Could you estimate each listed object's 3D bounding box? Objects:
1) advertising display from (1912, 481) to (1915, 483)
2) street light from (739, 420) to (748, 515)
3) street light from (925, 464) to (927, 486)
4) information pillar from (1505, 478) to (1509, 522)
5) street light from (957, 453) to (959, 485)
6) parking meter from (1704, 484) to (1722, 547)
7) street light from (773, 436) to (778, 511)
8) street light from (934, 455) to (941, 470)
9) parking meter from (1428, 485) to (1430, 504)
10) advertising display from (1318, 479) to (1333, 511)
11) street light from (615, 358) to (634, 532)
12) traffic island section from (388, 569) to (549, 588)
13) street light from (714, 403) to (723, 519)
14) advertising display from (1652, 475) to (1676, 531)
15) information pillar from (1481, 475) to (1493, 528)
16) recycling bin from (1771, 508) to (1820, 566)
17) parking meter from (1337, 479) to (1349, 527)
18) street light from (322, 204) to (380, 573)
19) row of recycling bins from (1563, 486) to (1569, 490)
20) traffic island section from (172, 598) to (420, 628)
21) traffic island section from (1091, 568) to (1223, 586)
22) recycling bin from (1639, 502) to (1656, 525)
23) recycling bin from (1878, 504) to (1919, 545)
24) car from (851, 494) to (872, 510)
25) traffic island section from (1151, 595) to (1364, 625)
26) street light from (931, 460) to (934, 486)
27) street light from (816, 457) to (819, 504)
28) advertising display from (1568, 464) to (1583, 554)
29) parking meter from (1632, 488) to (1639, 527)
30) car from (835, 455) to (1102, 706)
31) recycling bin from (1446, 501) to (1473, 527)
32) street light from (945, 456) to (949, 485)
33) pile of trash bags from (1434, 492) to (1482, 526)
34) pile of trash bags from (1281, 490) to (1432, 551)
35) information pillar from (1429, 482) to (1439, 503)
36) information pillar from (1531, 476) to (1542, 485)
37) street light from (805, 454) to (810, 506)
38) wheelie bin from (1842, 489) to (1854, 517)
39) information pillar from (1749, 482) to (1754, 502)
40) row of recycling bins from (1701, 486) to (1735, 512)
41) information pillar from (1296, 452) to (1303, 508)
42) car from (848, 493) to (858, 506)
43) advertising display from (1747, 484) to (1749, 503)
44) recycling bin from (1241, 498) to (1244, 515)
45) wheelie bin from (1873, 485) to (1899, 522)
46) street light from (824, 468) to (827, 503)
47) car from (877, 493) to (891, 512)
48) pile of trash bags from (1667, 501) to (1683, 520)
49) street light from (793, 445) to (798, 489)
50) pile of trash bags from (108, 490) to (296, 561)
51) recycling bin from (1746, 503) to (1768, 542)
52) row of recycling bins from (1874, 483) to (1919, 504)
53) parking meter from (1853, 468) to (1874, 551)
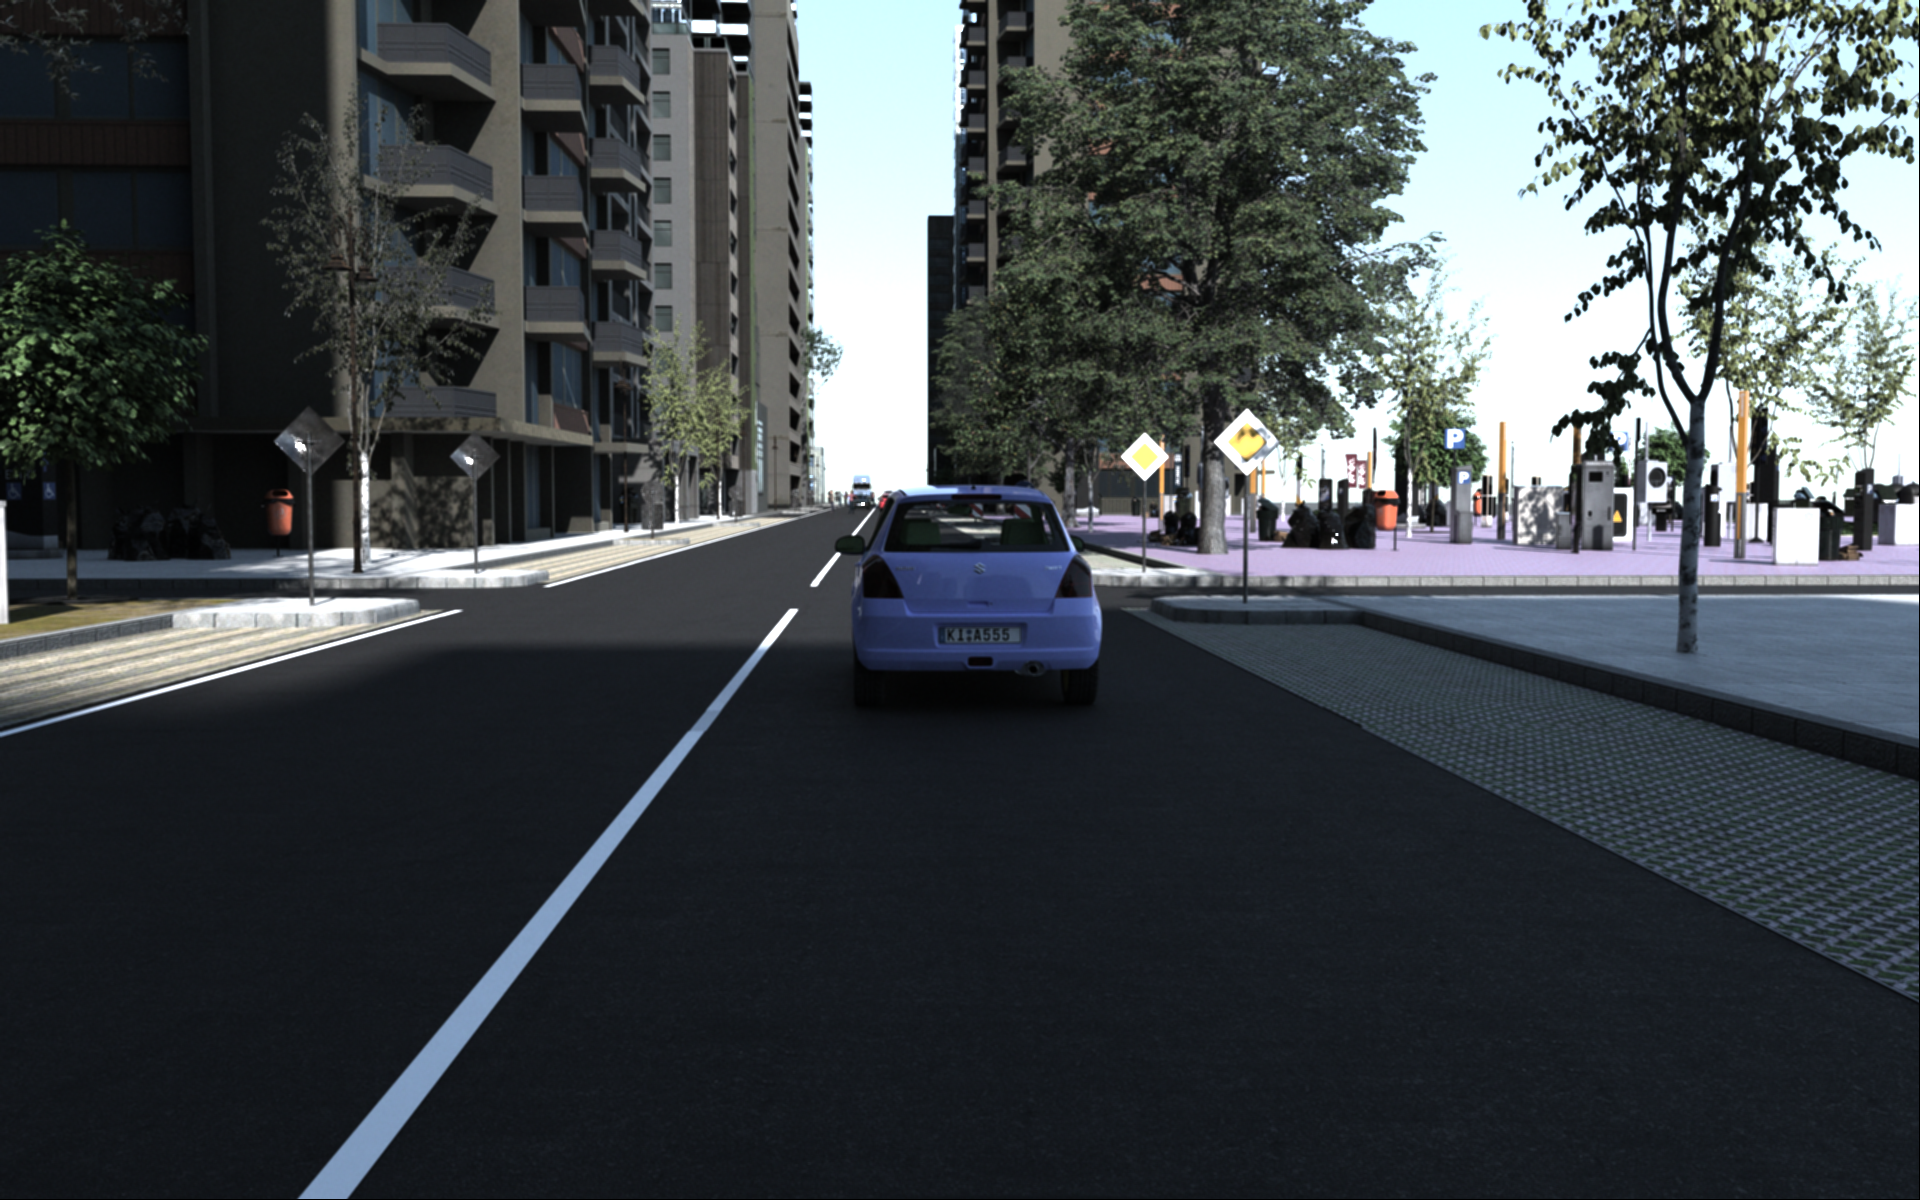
[{"bbox_3d":[46.583,-4.912,85.527,0.123,1.923,0.974,-3,5,-43],"label":"advertising display"},{"bbox_3d":[-13.028,-8.049,104.383,0.468,5.910,1.993,0,4,-2],"label":"street light"},{"bbox_3d":[-5.060,-17.724,262.577,0.468,5.910,1.993,0,4,-2],"label":"street light"},{"bbox_3d":[24.942,-4.581,79.398,0.304,2.012,0.304,-2,4,-34],"label":"information pillar"},{"bbox_3d":[-0.112,-10.793,149.245,0.468,5.910,1.993,0,4,-2],"label":"street light"},{"bbox_3d":[18.412,-2.076,42.347,0.372,1.533,0.369,0,3,0],"label":"parking meter"},{"bbox_3d":[-14.340,-9.889,134.469,0.468,5.910,1.993,0,4,-2],"label":"street light"},{"bbox_3d":[-2.419,-14.016,201.952,0.468,5.910,1.993,0,4,-2],"label":"street light"},{"bbox_3d":[27.017,-5.710,99.072,0.399,1.863,0.255,-1,4,-16],"label":"parking meter"},{"bbox_3d":[15.389,-4.143,72.945,0.123,1.923,0.974,-1,4,-17],"label":"advertising display"},{"bbox_3d":[-11.240,-5.220,58.141,0.468,5.910,1.993,0,4,-2],"label":"street light"},{"bbox_3d":[-7.804,-0.342,27.870,2.009,0.180,2.903,0,4,-2],"label":"traffic island section"},{"bbox_3d":[-12.314,-7.051,88.071,0.468,5.910,1.993,0,4,-2],"label":"street light"},{"bbox_3d":[24.215,-3.336,59.762,0.123,1.923,0.974,-2,4,-33],"label":"advertising display"},{"bbox_3d":[20.204,-3.786,66.399,0.304,2.012,0.304,-2,4,-35],"label":"information pillar"},{"bbox_3d":[15.146,-1.153,31.403,0.722,1.027,0.722,1,4,22],"label":"recycling bin"},{"bbox_3d":[14.540,-3.675,65.790,0.255,1.863,0.399,-2,4,-33],"label":"parking meter"},{"bbox_3d":[-9.798,-3.377,27.999,0.468,5.910,1.993,0,4,-2],"label":"street light"},{"bbox_3d":[32.675,-5.061,89.868,1.069,1.692,3.534,-2,4,-28],"label":"row of recycling bins"},{"bbox_3d":[-7.464,0.146,19.892,2.009,0.180,2.903,0,4,-2],"label":"traffic island section"},{"bbox_3d":[3.028,-0.370,28.325,2.009,0.180,2.903,0,4,-2],"label":"traffic island section"},{"bbox_3d":[28.696,-3.634,71.978,0.722,1.027,0.722,2,4,33],"label":"recycling bin"},{"bbox_3d":[23.641,-1.897,43.562,0.722,1.027,0.722,0,4,-7],"label":"recycling bin"},{"bbox_3d":[-9.027,-9.052,157.779,2.009,1.686,4.222,0,4,-1],"label":"car"},{"bbox_3d":[3.368,0.118,20.347,2.009,0.180,2.903,0,4,-2],"label":"traffic island section"},{"bbox_3d":[-3.653,-15.846,231.875,0.468,5.910,1.993,0,4,-2],"label":"street light"},{"bbox_3d":[-17.924,-14.991,217.893,0.468,5.910,1.993,0,4,-2],"label":"street light"},{"bbox_3d":[13.407,-1.988,37.711,0.123,1.923,0.974,1,4,12],"label":"advertising display"},{"bbox_3d":[26.315,-3.621,67.606,0.372,1.533,0.369,0,3,0],"label":"parking meter"},{"bbox_3d":[0.024,-0.212,13.060,1.945,1.707,3.694,0,4,-4],"label":"car"},{"bbox_3d":[19.297,-3.326,66.931,0.722,1.027,0.722,-2,4,-25],"label":"recycling bin"},{"bbox_3d":[-1.362,-12.632,179.313,0.468,5.910,1.993,0,4,-2],"label":"street light"},{"bbox_3d":[19.869,-3.695,70.158,3.447,1.369,1.912,-1,4,-20],"label":"pile of trash bags"},{"bbox_3d":[9.105,-1.886,40.596,1.912,1.369,3.447,-2,4,-25],"label":"pile of trash bags"},{"bbox_3d":[25.281,-6.179,92.379,0.504,3.616,0.183,1,4,22],"label":"information pillar"},{"bbox_3d":[23.873,-4.115,71.778,0.304,2.012,0.304,-3,4,-36],"label":"information pillar"},{"bbox_3d":[-16.542,-13.129,187.454,0.468,5.910,1.993,0,4,-2],"label":"street light"},{"bbox_3d":[50.682,-5.539,98.476,0.693,1.594,0.980,-3,5,-43],"label":"wheelie bin"},{"bbox_3d":[46.387,-5.930,101.441,0.304,2.012,0.304,1,4,21],"label":"information pillar"},{"bbox_3d":[39.653,-5.141,91.172,3.534,1.692,1.069,-1,4,-19],"label":"row of recycling bins"},{"bbox_3d":[19.043,-6.471,97.148,0.183,3.616,0.504,-1,4,-23],"label":"information pillar"},{"bbox_3d":[-11.583,-11.261,193.713,1.945,1.707,3.694,0,4,-1],"label":"car"},{"bbox_3d":[48.419,-6.137,105.551,0.974,1.923,0.123,2,4,31],"label":"advertising display"},{"bbox_3d":[17.391,-5.600,104.115,0.722,1.027,0.722,3,5,42],"label":"recycling bin"},{"bbox_3d":[32.698,-3.270,61.373,0.980,1.594,0.693,-1,4,-8],"label":"wheelie bin"},{"bbox_3d":[-19.352,-16.862,248.488,0.468,5.910,1.993,0,4,-2],"label":"street light"},{"bbox_3d":[-5.758,-8.145,142.210,2.155,1.783,4.494,0,4,-2],"label":"car"},{"bbox_3d":[35.652,-4.645,85.692,3.447,1.369,1.912,-1,4,-14],"label":"pile of trash bags"},{"bbox_3d":[-15.599,-11.730,164.569,0.468,5.910,1.993,0,4,-2],"label":"street light"},{"bbox_3d":[-15.032,-1.510,34.443,3.447,1.369,1.912,-2,4,-30],"label":"pile of trash bags"},{"bbox_3d":[21.621,-2.114,47.115,0.722,1.027,0.722,3,5,41],"label":"recycling bin"},{"bbox_3d":[36.279,-3.629,66.445,1.069,1.692,3.534,-1,4,-17],"label":"row of recycling bins"},{"bbox_3d":[20.534,-2.058,39.365,0.399,1.863,0.255,-2,4,-29],"label":"parking meter"}]
